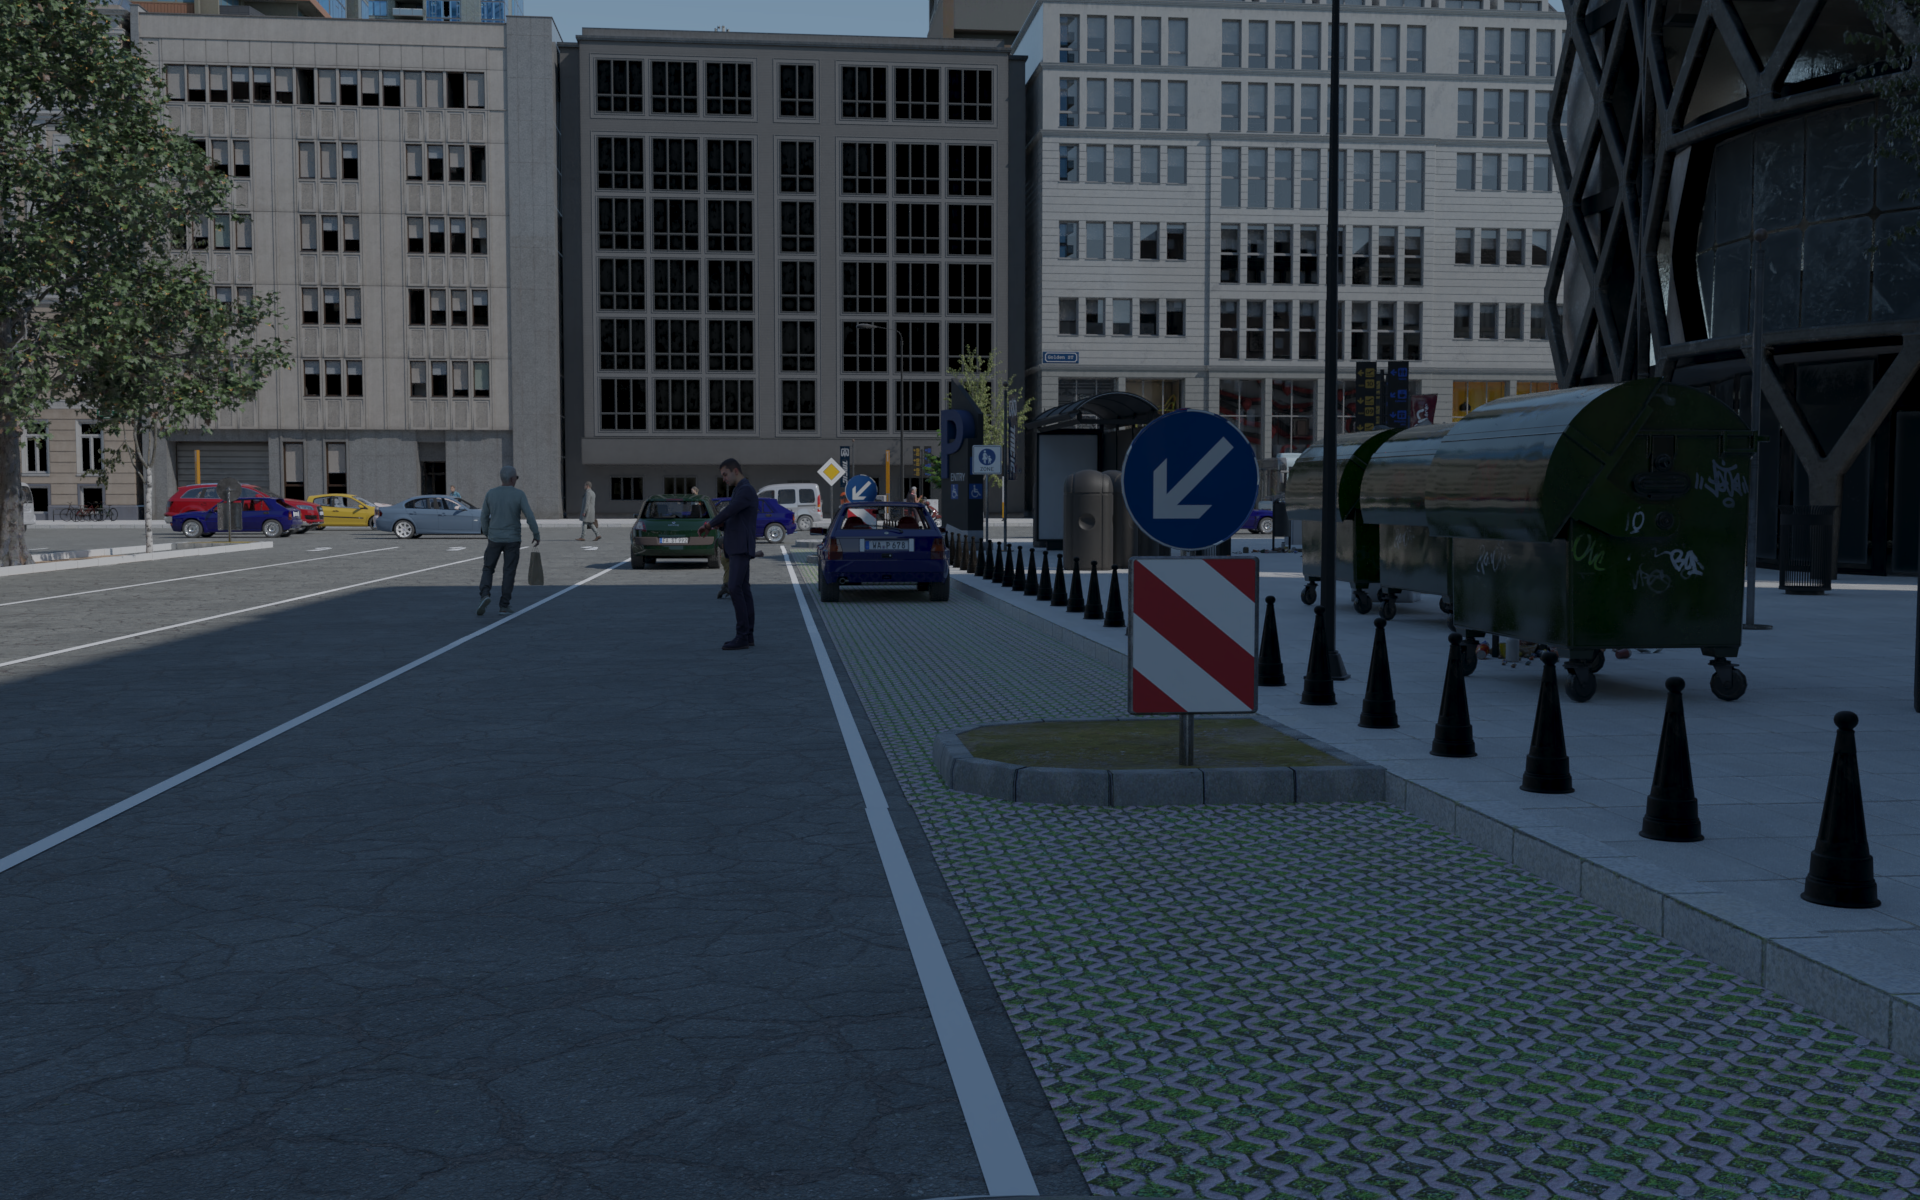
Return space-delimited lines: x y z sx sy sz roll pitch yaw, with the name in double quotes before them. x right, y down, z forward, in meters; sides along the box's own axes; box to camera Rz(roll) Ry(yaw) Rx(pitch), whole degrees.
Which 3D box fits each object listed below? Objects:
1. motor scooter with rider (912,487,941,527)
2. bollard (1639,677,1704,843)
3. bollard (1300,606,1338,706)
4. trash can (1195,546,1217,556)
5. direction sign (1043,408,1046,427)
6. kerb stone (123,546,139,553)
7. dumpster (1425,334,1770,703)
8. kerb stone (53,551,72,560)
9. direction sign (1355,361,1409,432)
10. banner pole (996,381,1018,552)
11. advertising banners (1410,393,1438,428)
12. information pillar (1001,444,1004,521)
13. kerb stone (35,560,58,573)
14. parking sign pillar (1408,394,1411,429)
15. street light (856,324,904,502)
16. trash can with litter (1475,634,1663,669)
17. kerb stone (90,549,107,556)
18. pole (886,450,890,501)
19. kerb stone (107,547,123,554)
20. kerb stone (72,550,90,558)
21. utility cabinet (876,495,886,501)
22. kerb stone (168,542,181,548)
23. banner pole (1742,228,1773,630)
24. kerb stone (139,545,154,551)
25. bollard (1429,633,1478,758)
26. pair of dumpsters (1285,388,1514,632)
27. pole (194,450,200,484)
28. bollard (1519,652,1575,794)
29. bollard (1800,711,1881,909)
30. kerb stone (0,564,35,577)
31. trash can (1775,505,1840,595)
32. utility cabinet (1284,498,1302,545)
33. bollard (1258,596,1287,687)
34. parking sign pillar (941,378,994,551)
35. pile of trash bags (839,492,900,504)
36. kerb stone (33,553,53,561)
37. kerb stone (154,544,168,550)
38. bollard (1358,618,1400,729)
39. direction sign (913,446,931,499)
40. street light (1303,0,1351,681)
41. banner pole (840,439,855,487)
"motor scooter with rider" -1.672 -3.899 72.719 1.986 1.779 0.876 0 4 -5
"bollard" 2.664 0.586 6.468 0.229 0.601 0.229 0 3 0
"bollard" 2.195 0.334 10.585 0.229 0.601 0.229 0 3 0
"trash can" 4.784 -1.302 32.945 0.748 1.137 0.748 0 3 0
"direction sign" 2.251 -3.313 46.158 0.379 3.537 0.876 0 4 3
"kerb stone" -20.141 -1.201 41.837 0.120 0.150 1.000 0 4 -6
"dumpster" 4.140 -0.546 11.416 1.502 2.255 1.985 0 4 -6
"kerb stone" -19.682 -0.952 37.755 0.120 0.150 1.000 0 4 -6
"direction sign" 7.198 -2.301 29.618 0.876 3.537 0.379 1 4 15
"banner pole" 1.101 -2.955 38.328 0.401 3.779 0.863 -1 4 -23
"advertising banners" 7.526 -2.120 30.850 2.074 3.025 0.090 3 5 42
"information pillar" 2.068 -5.535 81.853 0.183 3.616 0.504 0 4 6
"kerb stone" -16.897 -0.591 31.853 0.120 0.150 1.000 0 4 -6
"parking sign pillar" 10.972 -3.304 42.488 1.447 3.967 1.447 -1 4 -17
"street light" -2.134 -4.584 47.497 1.470 5.913 1.316 0 4 -6
"trash can with litter" 4.823 -0.163 13.731 2.233 1.210 1.678 -2 4 -26
"kerb stone" -19.918 -1.076 39.793 0.120 0.150 1.000 0 4 -6
"pole" -3.359 -5.305 80.574 0.158 3.312 0.155 0 3 0
"kerb stone" -20.029 -1.139 40.816 0.120 0.150 1.000 0 4 -6
"kerb stone" -19.798 -1.014 38.774 0.120 0.150 1.000 0 4 -6
"utility cabinet" -3.882 -4.533 85.272 0.306 1.237 1.020 -2 4 -31
"kerb stone" -20.494 -1.389 44.900 0.120 0.150 1.000 0 4 -6
"banner pole" 7.629 -1.629 16.646 0.401 3.779 0.863 1 4 21
"kerb stone" -20.257 -1.262 42.858 0.120 0.150 1.000 0 4 -6
"bollard" 2.431 0.460 8.514 0.229 0.601 0.229 0 3 0
"pair of dumpsters" 4.787 -0.949 18.003 1.574 2.255 4.437 0 4 -6
"pole" -35.355 -5.290 80.341 0.158 3.312 0.155 0 3 0
"bollard" 2.546 0.523 7.494 0.229 0.601 0.229 0 3 0
"bollard" 2.778 0.648 5.447 0.229 0.601 0.229 0 3 0
"kerb stone" -16.781 -0.528 30.834 0.120 0.150 1.000 0 4 -6
"trash can" 10.810 -0.641 22.129 0.748 1.137 0.748 0 3 0
"utility cabinet" 8.680 -2.014 44.087 1.020 1.237 0.306 -3 5 -41
"bollard" 2.080 0.270 11.621 0.229 0.601 0.229 0 3 0
"parking sign pillar" 0.050 -3.132 39.676 1.447 3.967 1.447 -2 4 -28
"pile of trash bags" -4.147 -4.514 83.563 3.447 1.369 1.912 1 4 11
"kerb stone" -19.558 -0.885 36.735 0.120 0.150 1.000 0 4 -6
"kerb stone" -20.374 -1.326 43.881 0.120 0.150 1.000 0 4 -6
"bollard" 2.313 0.397 9.549 0.229 0.601 0.229 0 3 0
"direction sign" -1.787 -5.490 81.756 0.876 3.537 0.379 0 4 0
"street light" 2.018 -2.403 11.825 1.470 5.913 1.316 0 4 -6
"banner pole" -5.101 -5.455 79.212 0.863 3.779 0.401 1 4 11
